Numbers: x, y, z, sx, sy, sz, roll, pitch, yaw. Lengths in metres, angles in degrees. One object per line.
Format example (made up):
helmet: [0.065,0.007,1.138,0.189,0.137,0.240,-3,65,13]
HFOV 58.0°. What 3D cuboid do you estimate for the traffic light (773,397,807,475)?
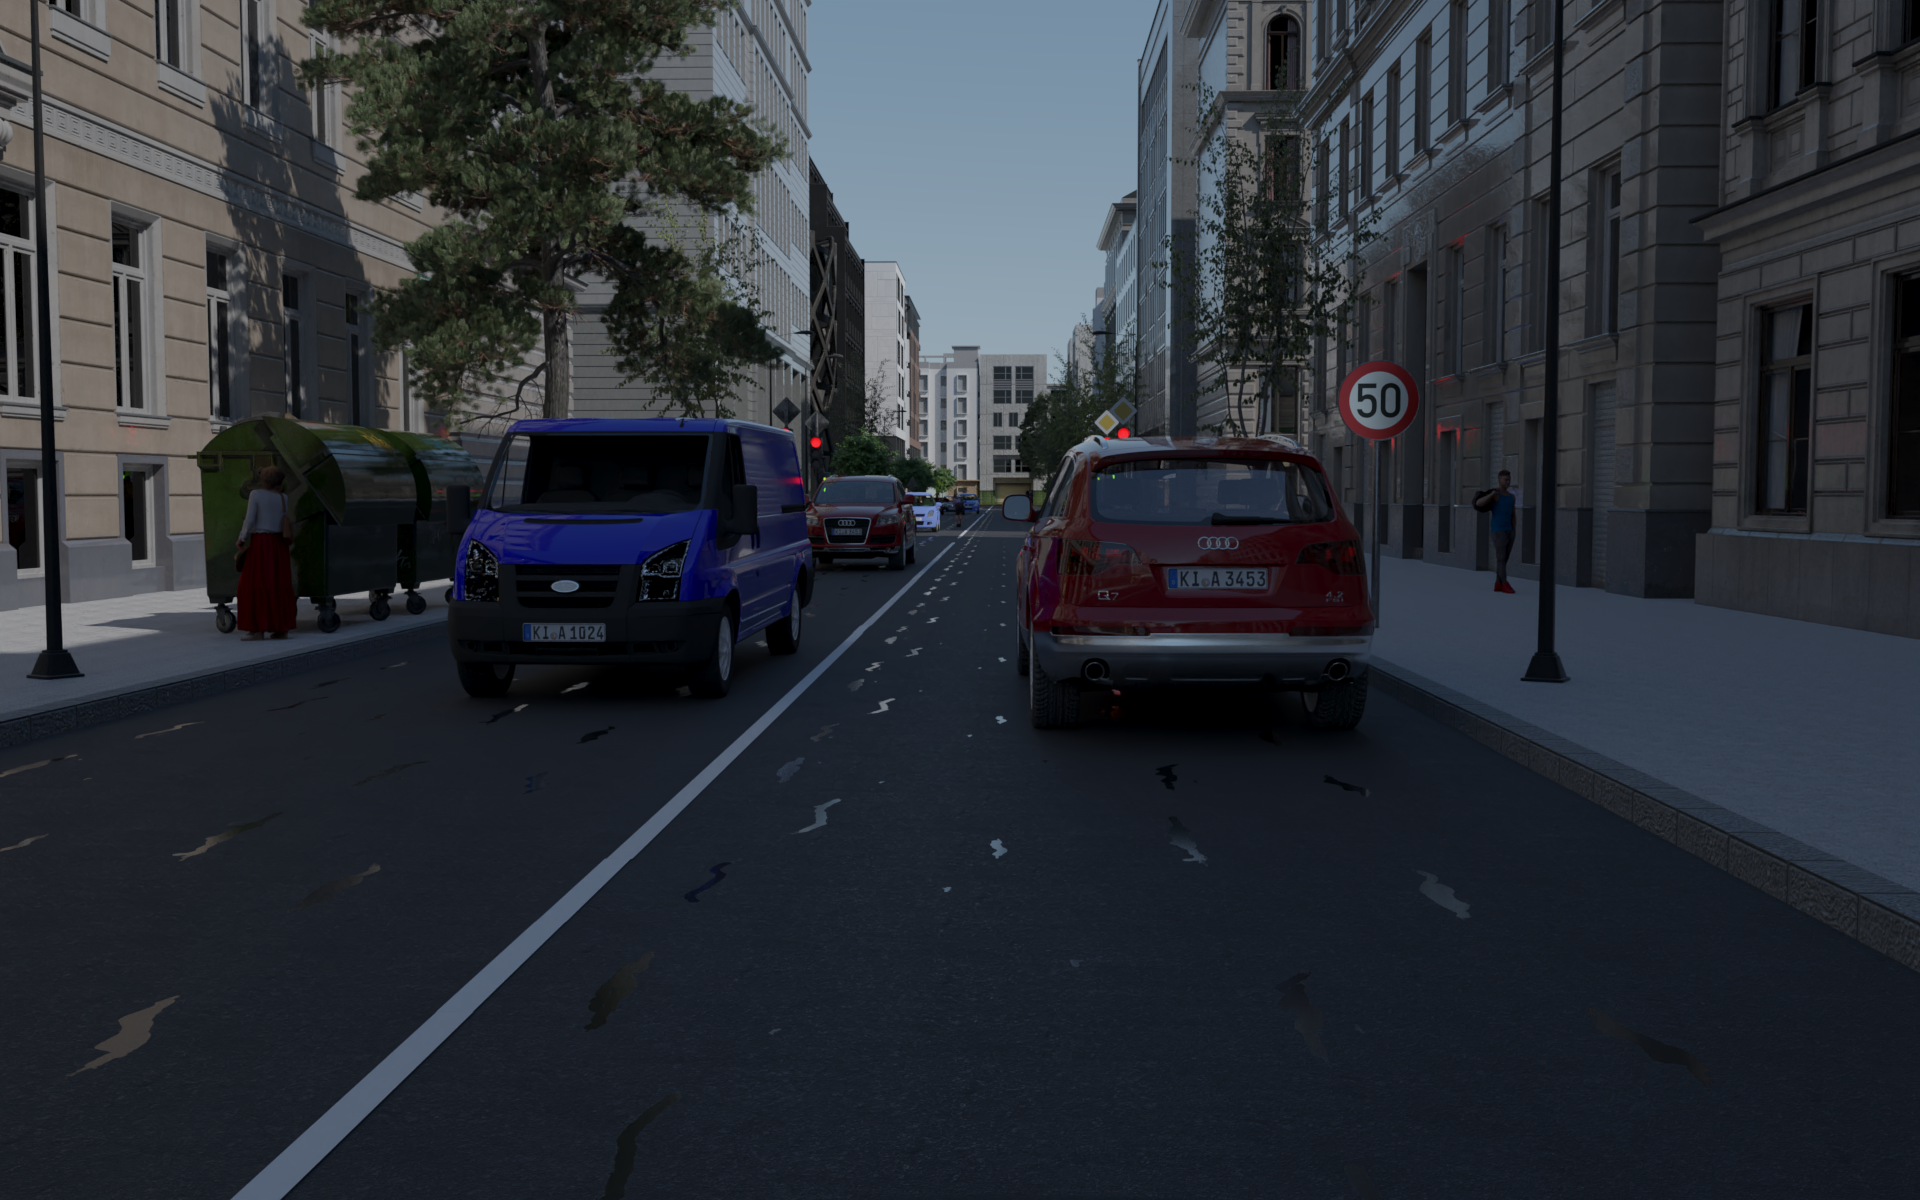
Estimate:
traffic light: [-4.944,-3.690,49.572,0.839,4.213,0.868,0,4,1]

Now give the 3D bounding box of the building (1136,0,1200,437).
building: [15.409,-16.318,84.825,12.078,24.808,19.932,0,4,1]

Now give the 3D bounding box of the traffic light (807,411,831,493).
traffic light: [-4.734,-4.178,57.555,0.839,4.213,0.868,0,4,1]

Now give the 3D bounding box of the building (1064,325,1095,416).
building: [20.632,-19.731,189.062,16.747,18.905,31.486,0,4,1]

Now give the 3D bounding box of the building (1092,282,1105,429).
building: [18.792,-17.323,139.645,16.016,20.091,11.380,0,4,1]

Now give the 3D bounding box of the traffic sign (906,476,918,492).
traffic sign: [-3.481,-7.712,126.090,0.884,2.594,0.081,0,4,8]

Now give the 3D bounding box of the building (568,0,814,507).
building: [-13.557,-18.193,74.945,11.434,29.767,29.804,0,4,1]

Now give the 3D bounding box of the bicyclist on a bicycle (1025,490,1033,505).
bicyclist on a bicycle: [3.475,-4.850,89.327,1.499,1.676,1.625,0,3,0]

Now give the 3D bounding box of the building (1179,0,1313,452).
building: [18.738,-14.457,65.248,19.941,23.489,11.050,0,4,1]

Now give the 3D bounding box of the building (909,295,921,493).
building: [-21.130,-21.314,192.457,32.646,21.610,27.936,0,4,1]

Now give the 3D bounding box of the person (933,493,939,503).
person: [-2.666,-11.866,200.151,0.705,1.812,1.348,-2,4,-35]

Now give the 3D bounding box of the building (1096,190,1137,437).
building: [15.609,-17.950,122.362,11.050,23.489,19.941,0,4,1]

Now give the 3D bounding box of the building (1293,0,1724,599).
building: [14.343,-14.378,32.351,12.463,27.353,25.104,0,4,1]

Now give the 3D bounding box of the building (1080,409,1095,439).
building: [15.719,-13.308,159.740,9.099,9.664,28.070,0,4,1]

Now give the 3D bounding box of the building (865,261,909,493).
building: [-19.580,-18.738,150.337,27.936,21.610,32.646,0,4,1]

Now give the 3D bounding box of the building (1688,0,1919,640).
building: [13.046,-8.920,10.475,10.561,19.102,19.286,0,4,1]

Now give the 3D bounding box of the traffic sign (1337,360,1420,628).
traffic sign: [3.980,-1.005,16.537,0.768,2.556,0.104,1,4,8]

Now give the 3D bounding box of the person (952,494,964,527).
person: [-0.105,-3.888,75.305,0.421,1.427,0.697,-2,4,-27]

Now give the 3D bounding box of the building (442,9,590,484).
building: [-19.524,-12.960,40.767,19.941,23.489,11.050,0,4,1]

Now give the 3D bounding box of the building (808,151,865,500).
building: [-13.374,-17.774,120.290,12.332,23.373,15.834,0,4,1]

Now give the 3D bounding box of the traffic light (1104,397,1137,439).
traffic light: [4.615,-3.675,49.339,0.839,4.213,0.868,0,4,1]

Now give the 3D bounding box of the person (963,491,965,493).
person: [0.418,-10.572,182.295,0.436,1.711,0.756,-2,4,-30]

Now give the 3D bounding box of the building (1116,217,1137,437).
building: [15.081,-15.225,103.679,10.420,20.320,16.860,0,4,1]

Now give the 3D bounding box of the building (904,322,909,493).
building: [-12.990,-19.318,172.274,16.016,20.091,11.380,0,4,1]

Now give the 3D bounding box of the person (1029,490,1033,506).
person: [5.239,-7.466,131.010,0.568,1.767,0.683,1,4,22]

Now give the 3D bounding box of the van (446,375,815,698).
van: [-2.476,-0.587,13.986,2.240,2.365,5.245,0,4,3]

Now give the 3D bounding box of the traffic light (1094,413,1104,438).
traffic light: [4.824,-4.164,57.321,0.839,4.213,0.868,0,4,1]

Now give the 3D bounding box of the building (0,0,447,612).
building: [-16.514,-14.568,24.086,13.634,28.700,20.117,0,4,1]

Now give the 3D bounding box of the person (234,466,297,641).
person: [-6.103,-0.412,15.240,0.387,1.526,0.523,3,5,42]

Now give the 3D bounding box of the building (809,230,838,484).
building: [-15.558,-14.138,98.605,16.820,18.784,16.811,0,4,1]

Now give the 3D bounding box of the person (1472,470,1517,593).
person: [7.036,-0.896,22.568,0.647,1.594,0.662,-3,4,-37]
